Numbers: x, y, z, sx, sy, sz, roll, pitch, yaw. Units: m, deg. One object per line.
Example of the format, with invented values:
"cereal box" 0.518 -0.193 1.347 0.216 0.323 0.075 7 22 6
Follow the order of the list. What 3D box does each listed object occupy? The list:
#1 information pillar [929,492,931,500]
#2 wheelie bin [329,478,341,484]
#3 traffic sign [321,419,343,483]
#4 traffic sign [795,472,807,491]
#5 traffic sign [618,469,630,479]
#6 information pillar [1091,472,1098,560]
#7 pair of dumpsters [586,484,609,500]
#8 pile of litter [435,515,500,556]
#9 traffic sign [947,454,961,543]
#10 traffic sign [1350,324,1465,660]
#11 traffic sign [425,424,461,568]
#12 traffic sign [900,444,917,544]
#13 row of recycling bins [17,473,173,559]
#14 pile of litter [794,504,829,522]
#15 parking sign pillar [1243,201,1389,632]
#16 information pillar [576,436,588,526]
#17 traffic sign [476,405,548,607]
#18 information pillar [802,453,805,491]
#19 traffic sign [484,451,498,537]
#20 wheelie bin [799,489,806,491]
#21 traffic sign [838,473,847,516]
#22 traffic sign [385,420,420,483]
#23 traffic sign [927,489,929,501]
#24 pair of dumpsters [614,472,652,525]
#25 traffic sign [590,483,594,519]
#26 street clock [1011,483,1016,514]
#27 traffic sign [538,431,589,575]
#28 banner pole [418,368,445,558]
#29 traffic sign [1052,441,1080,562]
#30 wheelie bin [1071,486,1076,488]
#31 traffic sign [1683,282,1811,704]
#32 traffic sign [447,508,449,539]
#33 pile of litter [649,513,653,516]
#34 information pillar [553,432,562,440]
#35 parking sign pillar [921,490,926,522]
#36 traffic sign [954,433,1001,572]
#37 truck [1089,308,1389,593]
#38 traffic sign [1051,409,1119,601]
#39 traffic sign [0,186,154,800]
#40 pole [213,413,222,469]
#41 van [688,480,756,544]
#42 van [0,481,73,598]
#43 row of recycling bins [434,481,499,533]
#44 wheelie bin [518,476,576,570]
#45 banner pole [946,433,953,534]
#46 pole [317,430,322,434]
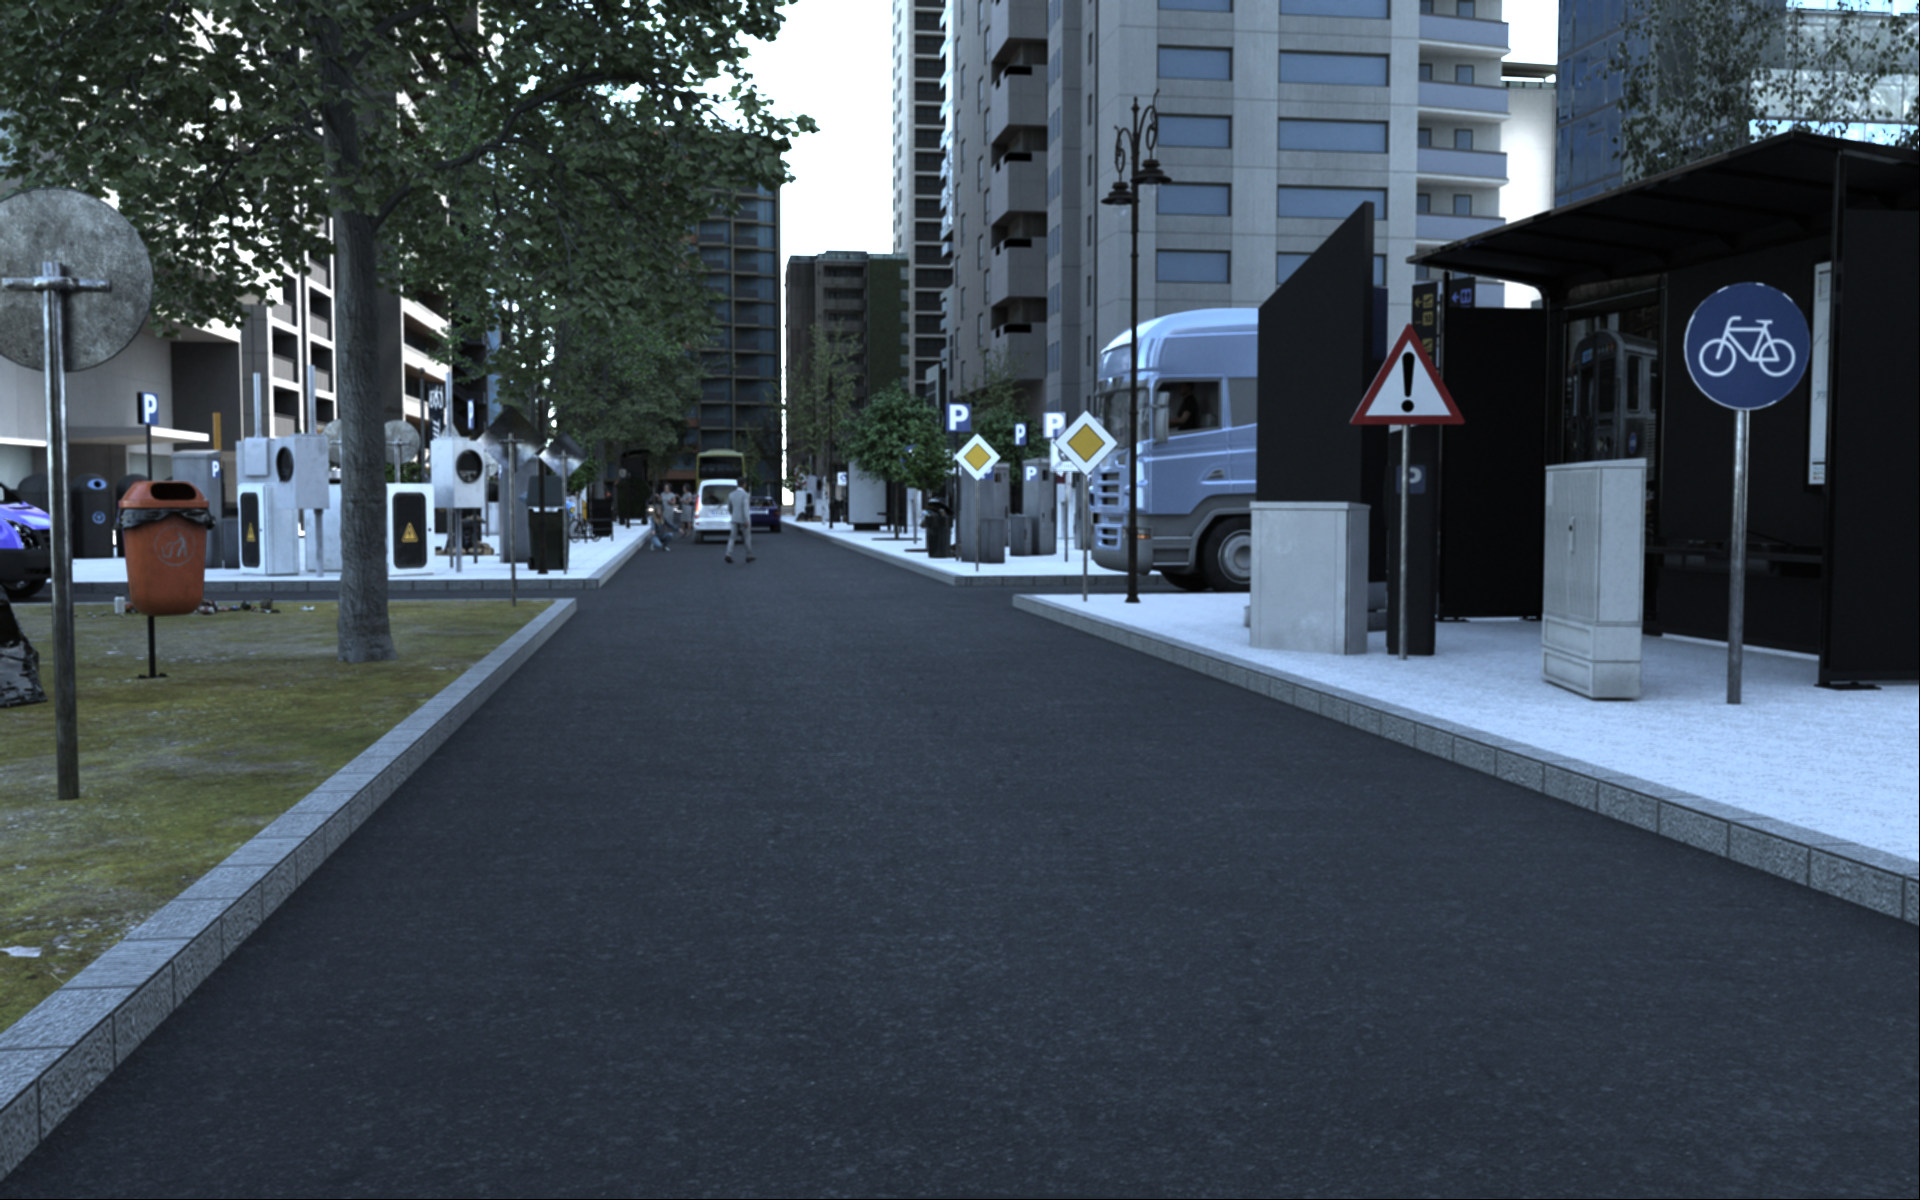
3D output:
"information pillar" -1.397 -4.314 75.030 0.304 2.012 0.304 0 4 4
"wheelie bin" -12.463 -1.650 34.884 0.980 1.594 0.693 -3 4 -38
"traffic sign" -10.409 -1.781 29.228 0.768 2.556 0.104 0 4 -3
"traffic sign" -8.760 -5.855 95.827 0.768 2.556 0.104 -1 4 -8
"traffic sign" -16.999 -5.331 87.273 0.768 2.556 0.104 0 4 -6
"information pillar" 2.730 -1.796 33.860 0.304 2.012 0.304 1 4 11
"pair of dumpsters" -20.402 -5.751 96.524 1.574 2.255 4.437 -1 4 -9
"pile of litter" -10.304 -1.367 36.317 1.719 0.858 1.176 1 4 19
"traffic sign" -0.087 -2.331 40.241 0.606 2.300 0.079 0 4 -6
"traffic sign" 3.427 -0.815 13.334 0.884 2.594 0.081 0 4 -1
"traffic sign" -8.842 -1.838 30.060 0.884 2.594 0.081 0 4 1
"traffic sign" -1.148 -2.709 44.405 0.768 2.556 0.104 0 4 -1
"row of recycling bins" -17.082 -1.702 34.939 1.069 1.692 3.534 3 5 42
"pile of litter" -6.859 -4.057 80.296 1.719 0.858 1.176 -1 4 -9
"parking sign pillar" 3.477 -1.723 16.649 1.447 3.967 1.447 -3 4 -38
"information pillar" -15.356 -4.823 70.213 0.183 3.616 0.504 3 5 41
"traffic sign" -5.078 -0.980 19.659 0.795 2.450 0.064 -1 4 -9
"information pillar" -8.909 -6.554 98.509 0.183 3.616 0.504 -1 4 -11
"traffic sign" -14.115 -3.153 51.651 0.768 2.556 0.104 0 4 1
"wheelie bin" -8.900 -5.611 99.654 0.980 1.594 0.693 1 4 15
"traffic sign" -5.468 -4.868 81.727 0.606 2.300 0.079 0 4 -2
"traffic sign" -9.646 -1.811 29.720 0.768 2.556 0.104 0 4 -3
"traffic sign" -1.159 -3.680 62.291 0.606 2.300 0.079 0 4 -3
"pair of dumpsters" -13.853 -4.335 73.375 1.574 2.255 4.437 -1 4 -9
"traffic sign" -15.712 -4.378 73.708 0.606 2.300 0.079 0 4 -6
"street clock" 3.016 -5.708 97.890 0.358 2.002 0.471 0 4 6
"traffic sign" -6.290 -1.462 27.552 0.795 2.450 0.064 -1 4 -9
"banner pole" -10.552 -2.726 34.591 0.401 3.779 0.863 2 4 26
"traffic sign" 2.004 -1.862 32.578 0.606 2.300 0.079 0 4 0
"wheelie bin" 4.629 -3.828 70.491 0.980 1.594 0.693 2 4 25
"traffic sign" 4.737 -0.637 10.522 0.768 2.556 0.104 0 4 -1
"traffic sign" -13.897 -2.870 47.027 0.768 2.556 0.104 0 4 -1
"pile of litter" -18.495 -5.352 101.478 1.176 0.858 1.719 0 4 2
"information pillar" -14.429 -4.337 62.265 0.183 3.616 0.504 2 4 28
"parking sign pillar" -1.975 -5.119 72.164 1.447 3.967 1.447 -3 4 -38
"traffic sign" 0.281 -1.523 28.537 0.795 2.450 0.064 -1 4 -9
"truck" 10.610 -2.201 25.738 18.799 4.110 2.967 -1 4 -10
"traffic sign" 1.493 -1.040 20.644 0.795 2.450 0.064 -1 4 -9
"traffic sign" -3.753 -0.435 7.213 0.768 2.556 0.104 0 4 -8
"pole" -18.594 -3.032 43.419 0.158 3.312 0.155 0 3 0
"van" -7.082 -2.725 51.557 2.013 2.044 4.112 0 4 -7
"van" -14.726 -1.139 23.012 5.245 2.365 2.240 0 4 -7
"row of recycling bins" -15.730 -3.018 56.451 3.534 1.692 1.069 2 4 26
"wheelie bin" -7.003 -1.316 29.424 0.980 1.594 0.693 0 4 -2
"banner pole" -0.649 -4.034 55.980 0.863 3.779 0.401 -1 4 -10
"pole" -20.295 -3.744 55.055 0.158 3.312 0.155 0 3 0
